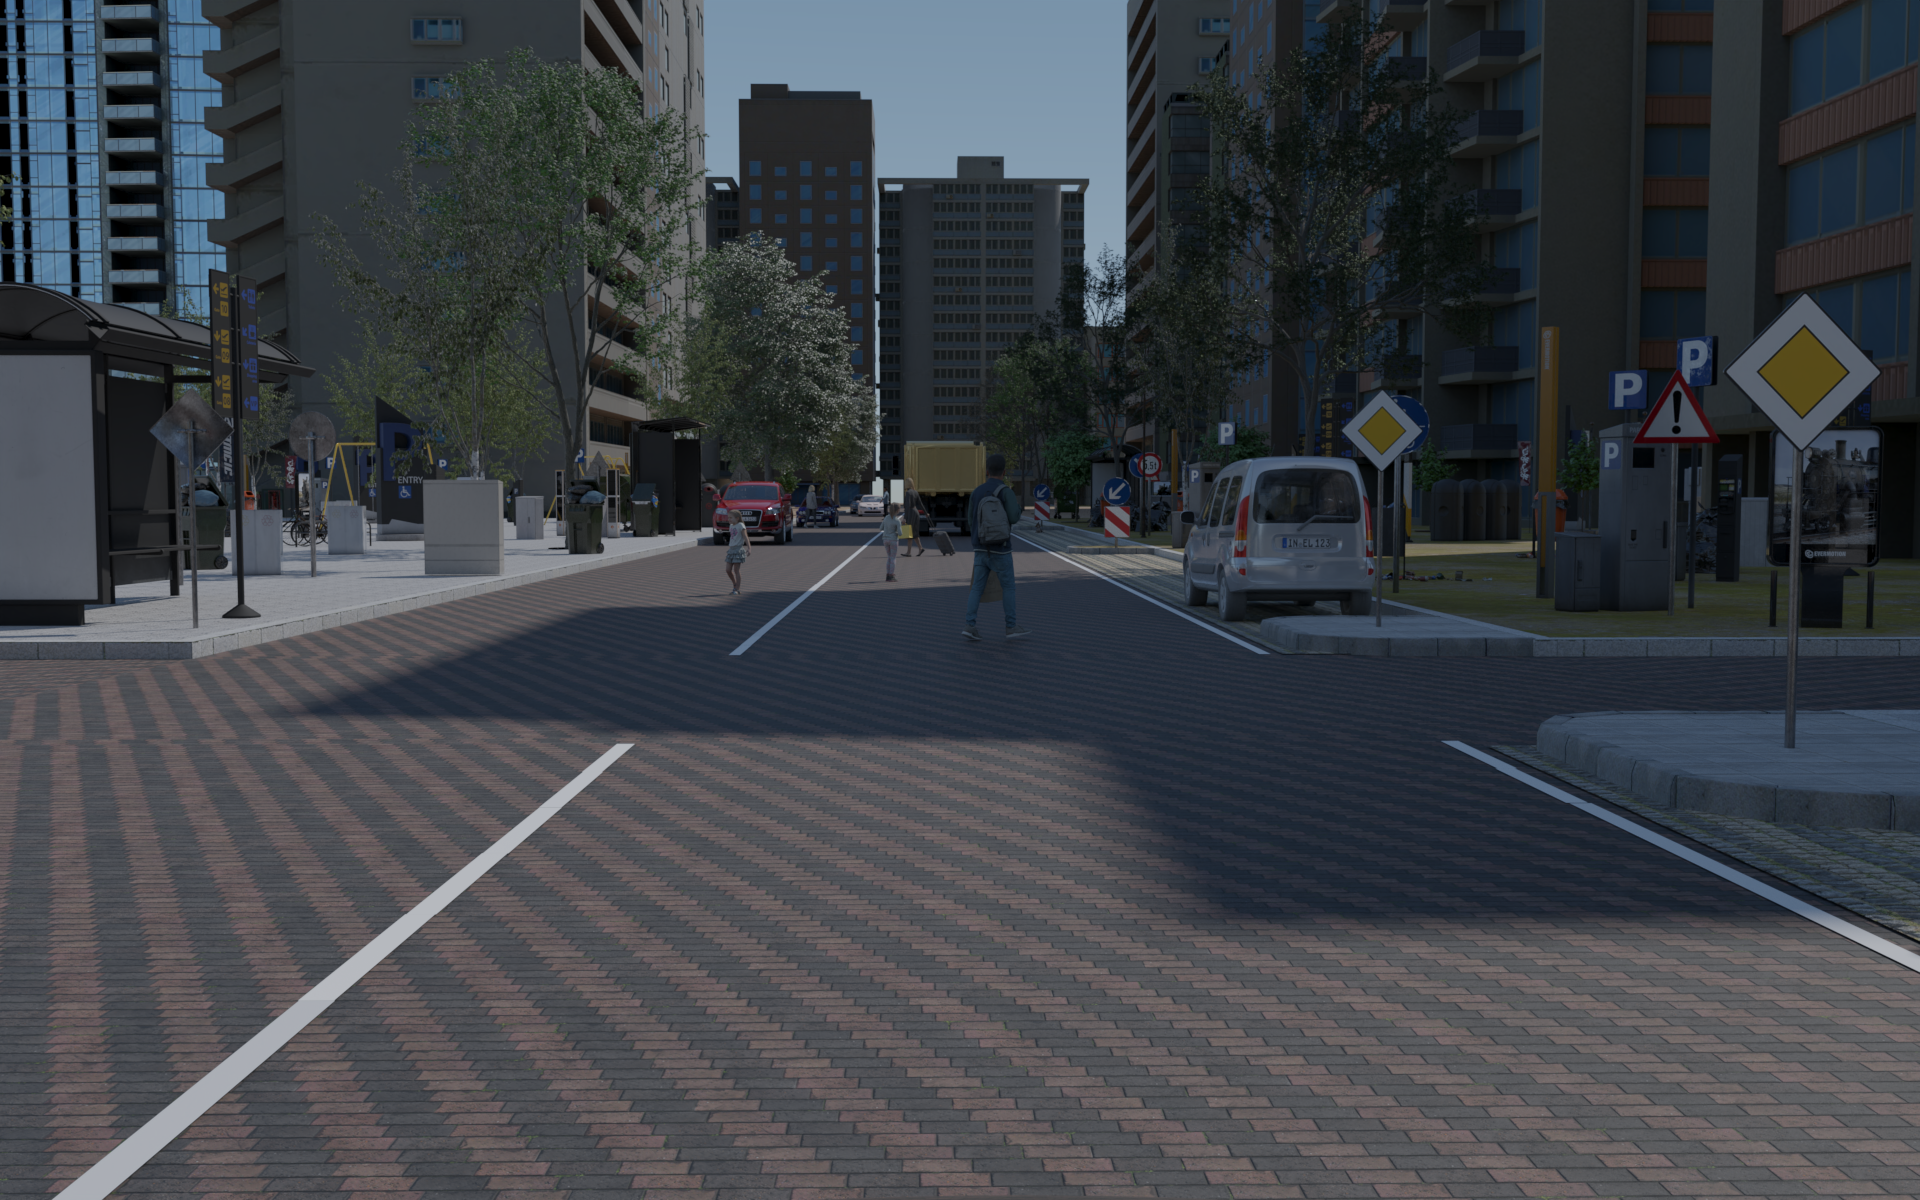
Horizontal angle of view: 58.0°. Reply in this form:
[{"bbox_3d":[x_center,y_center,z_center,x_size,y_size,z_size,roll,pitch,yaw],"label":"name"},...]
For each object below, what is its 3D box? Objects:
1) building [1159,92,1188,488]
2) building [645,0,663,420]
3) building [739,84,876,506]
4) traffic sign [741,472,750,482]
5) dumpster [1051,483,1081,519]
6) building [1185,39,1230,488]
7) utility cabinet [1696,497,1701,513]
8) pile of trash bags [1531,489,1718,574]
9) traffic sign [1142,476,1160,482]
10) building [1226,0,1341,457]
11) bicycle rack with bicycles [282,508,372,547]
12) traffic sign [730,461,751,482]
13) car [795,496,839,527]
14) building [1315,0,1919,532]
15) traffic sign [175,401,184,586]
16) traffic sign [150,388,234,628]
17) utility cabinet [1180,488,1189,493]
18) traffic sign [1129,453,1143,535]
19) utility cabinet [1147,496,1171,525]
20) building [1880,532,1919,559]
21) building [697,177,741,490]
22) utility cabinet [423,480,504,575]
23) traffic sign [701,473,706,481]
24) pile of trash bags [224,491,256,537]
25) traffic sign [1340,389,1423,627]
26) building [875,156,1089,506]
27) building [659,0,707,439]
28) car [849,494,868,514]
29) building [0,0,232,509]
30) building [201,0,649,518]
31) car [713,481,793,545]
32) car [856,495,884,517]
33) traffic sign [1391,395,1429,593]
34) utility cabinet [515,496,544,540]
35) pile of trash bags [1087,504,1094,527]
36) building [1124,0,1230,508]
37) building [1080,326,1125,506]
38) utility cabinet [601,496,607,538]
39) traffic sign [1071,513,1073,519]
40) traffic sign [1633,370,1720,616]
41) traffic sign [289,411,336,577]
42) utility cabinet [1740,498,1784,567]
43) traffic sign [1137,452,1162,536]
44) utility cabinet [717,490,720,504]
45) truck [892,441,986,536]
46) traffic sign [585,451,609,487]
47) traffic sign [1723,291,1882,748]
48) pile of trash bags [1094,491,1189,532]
[{"bbox_3d":[21.560,-21.807,128.242,14.160,30.474,14.107,0,4,-1],"label":"building"},{"bbox_3d":[-28.607,-28.698,119.317,14.600,45.320,14.200,0,4,-1],"label":"building"},{"bbox_3d":[-16.608,-33.182,192.640,14.200,45.320,14.600,0,4,-1],"label":"building"},{"bbox_3d":[-11.368,-5.532,90.548,0.768,2.556,0.104,0,4,1],"label":"traffic sign"},{"bbox_3d":[5.470,-5.290,88.979,1.502,2.255,1.985,0,4,-1],"label":"dumpster"},{"bbox_3d":[23.219,-20.947,114.189,14.160,30.474,14.107,0,4,-1],"label":"building"},{"bbox_3d":[22.399,-2.526,52.466,0.306,1.237,1.020,2,4,24],"label":"utility cabinet"},{"bbox_3d":[11.405,-1.200,29.374,3.447,1.369,1.912,3,4,38],"label":"pile of trash bags"},{"bbox_3d":[8.051,-4.492,73.446,0.884,2.594,0.081,0,4,8],"label":"traffic sign"},{"bbox_3d":[23.567,-27.492,99.613,14.600,45.320,14.200,0,4,-1],"label":"building"},{"bbox_3d":[-15.962,-1.808,42.946,2.925,0.926,2.852,-2,4,-33],"label":"bicycle rack with bicycles"},{"bbox_3d":[-8.635,-4.165,68.108,0.884,2.594,0.081,0,4,6],"label":"traffic sign"},{"bbox_3d":[-6.266,-3.894,76.250,1.945,1.354,3.894,0,4,-1],"label":"car"},{"bbox_3d":[28.163,-25.851,77.294,22.147,44.769,28.867,0,4,-1],"label":"building"},{"bbox_3d":[-10.934,-1.482,24.240,0.884,2.594,0.081,0,4,3],"label":"traffic sign"},{"bbox_3d":[-7.300,-0.786,16.486,0.795,2.450,0.064,0,4,-1],"label":"traffic sign"},{"bbox_3d":[8.536,-3.292,62.507,1.173,1.500,0.318,2,4,29],"label":"utility cabinet"},{"bbox_3d":[5.666,-3.307,54.173,0.768,2.556,0.104,0,4,4],"label":"traffic sign"},{"bbox_3d":[8.346,-3.744,72.368,1.020,1.237,0.306,2,4,24],"label":"utility cabinet"},{"bbox_3d":[31.284,-23.380,36.886,28.867,44.769,22.147,0,4,-1],"label":"building"},{"bbox_3d":[-36.435,-31.125,200.770,23.993,40.220,32.217,0,4,-1],"label":"building"},{"bbox_3d":[-7.801,-1.136,27.250,1.173,1.500,0.318,0,4,0],"label":"utility cabinet"},{"bbox_3d":[-10.987,-4.398,71.912,0.884,2.594,0.081,0,4,2],"label":"traffic sign"},{"bbox_3d":[-22.245,-2.559,51.594,1.912,1.369,3.447,1,4,16],"label":"pile of trash bags"},{"bbox_3d":[4.043,-0.797,16.675,0.795,2.450,0.064,0,4,-1],"label":"traffic sign"},{"bbox_3d":[2.325,-31.185,201.750,23.993,40.220,32.217,0,4,-1],"label":"building"},{"bbox_3d":[-35.538,-33.806,141.962,27.495,52.752,28.713,0,4,-1],"label":"building"},{"bbox_3d":[-6.947,-6.909,124.970,2.014,1.417,4.499,0,4,1],"label":"car"},{"bbox_3d":[-65.866,-50.751,142.444,31.000,86.520,22.319,0,4,-1],"label":"building"},{"bbox_3d":[-30.739,-29.210,101.278,21.300,48.544,21.600,0,4,-1],"label":"building"},{"bbox_3d":[-6.013,-2.568,50.665,2.281,1.827,5.304,0,4,-2],"label":"car"},{"bbox_3d":[-5.589,-6.023,110.843,2.083,1.381,4.827,0,4,-3],"label":"car"},{"bbox_3d":[5.656,-1.363,22.395,0.768,2.556,0.104,0,4,6],"label":"traffic sign"},{"bbox_3d":[-12.195,-2.318,49.061,1.020,1.237,0.306,3,5,44],"label":"utility cabinet"},{"bbox_3d":[5.807,-3.496,66.907,1.912,1.369,3.447,1,4,11],"label":"pile of trash bags"},{"bbox_3d":[25.767,-31.935,145.840,21.300,48.544,21.600,0,4,-1],"label":"building"},{"bbox_3d":[28.807,-21.750,200.644,28.899,21.520,27.650,0,4,-1],"label":"building"},{"bbox_3d":[-10.603,-2.441,51.076,0.306,1.237,1.020,1,4,21],"label":"utility cabinet"},{"bbox_3d":[5.878,-5.541,90.707,0.768,2.556,0.104,0,4,5],"label":"traffic sign"},{"bbox_3d":[7.511,-1.114,18.225,0.884,2.594,0.081,0,4,4],"label":"traffic sign"},{"bbox_3d":[-9.991,-1.627,26.701,0.768,2.556,0.104,0,4,8],"label":"traffic sign"},{"bbox_3d":[14.147,-1.194,30.681,1.020,1.237,0.306,1,4,20],"label":"utility cabinet"},{"bbox_3d":[5.793,-3.233,52.959,0.768,2.556,0.104,0,4,3],"label":"traffic sign"},{"bbox_3d":[-12.460,-5.033,90.976,0.318,1.500,1.173,0,4,4],"label":"utility cabinet"},{"bbox_3d":[-0.664,-4.056,62.243,3.469,3.379,9.791,0,4,-3],"label":"truck"},{"bbox_3d":[-10.821,-3.174,51.897,0.884,2.594,0.081,0,4,7],"label":"traffic sign"},{"bbox_3d":[4.191,-0.309,8.692,0.795,2.450,0.064,0,4,-1],"label":"traffic sign"},{"bbox_3d":[6.573,-3.026,59.225,1.912,1.369,3.447,-3,5,-39],"label":"pile of trash bags"}]
